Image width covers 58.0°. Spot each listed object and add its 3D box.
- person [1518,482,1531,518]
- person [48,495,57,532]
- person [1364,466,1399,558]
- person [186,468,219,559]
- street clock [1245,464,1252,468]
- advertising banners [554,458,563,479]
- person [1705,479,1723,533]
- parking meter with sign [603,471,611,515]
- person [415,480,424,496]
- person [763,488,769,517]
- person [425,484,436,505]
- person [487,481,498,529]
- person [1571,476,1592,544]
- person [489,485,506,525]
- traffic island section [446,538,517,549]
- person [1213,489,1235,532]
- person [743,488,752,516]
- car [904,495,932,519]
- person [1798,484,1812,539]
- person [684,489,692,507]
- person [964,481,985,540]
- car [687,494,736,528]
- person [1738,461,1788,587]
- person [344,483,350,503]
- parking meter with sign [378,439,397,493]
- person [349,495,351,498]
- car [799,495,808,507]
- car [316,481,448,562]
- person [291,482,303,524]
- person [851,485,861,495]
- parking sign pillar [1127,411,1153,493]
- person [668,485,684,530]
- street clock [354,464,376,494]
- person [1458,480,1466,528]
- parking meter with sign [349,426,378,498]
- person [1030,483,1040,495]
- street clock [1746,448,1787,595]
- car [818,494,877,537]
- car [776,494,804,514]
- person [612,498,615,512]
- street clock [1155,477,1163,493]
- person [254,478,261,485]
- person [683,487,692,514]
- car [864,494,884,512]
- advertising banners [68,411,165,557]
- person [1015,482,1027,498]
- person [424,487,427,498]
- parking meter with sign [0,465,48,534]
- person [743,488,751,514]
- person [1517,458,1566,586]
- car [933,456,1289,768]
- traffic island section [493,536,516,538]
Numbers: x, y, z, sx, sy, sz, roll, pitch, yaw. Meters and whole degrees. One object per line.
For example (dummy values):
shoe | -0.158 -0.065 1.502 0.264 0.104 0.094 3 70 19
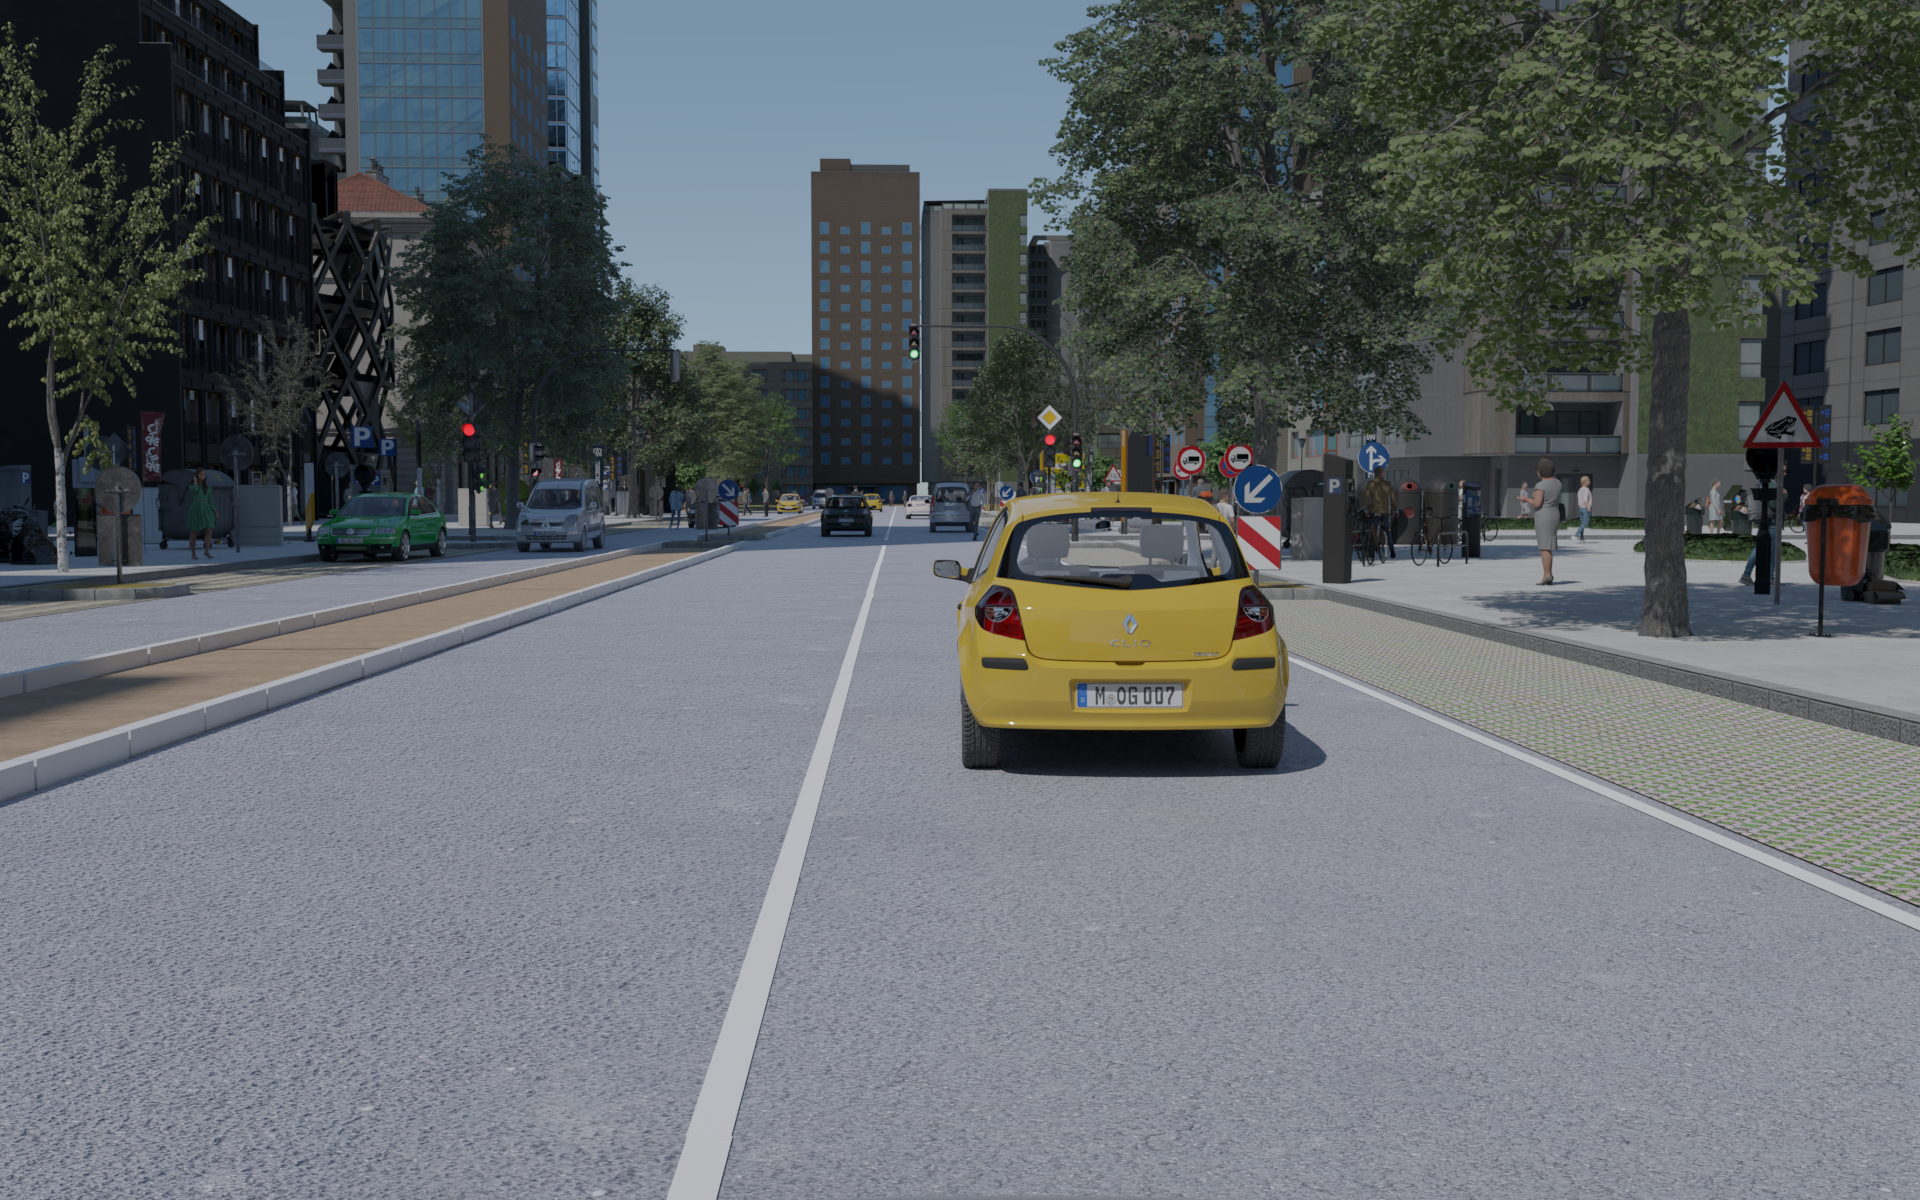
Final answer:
person | 20.774 -3.493 63.903 0.760 1.731 0.466 0 4 -3
person | -30.291 -2.922 58.071 0.306 1.304 0.590 3 4 38
person | 8.469 -1.762 34.768 0.656 1.842 0.836 -2 4 -27
person | -14.938 -1.700 34.083 0.529 1.795 0.600 2 4 30
street clock | 6.974 -2.237 41.150 0.471 2.002 0.358 1 4 18
advertising banners | -19.909 -5.328 83.306 2.074 3.025 0.090 2 4 26
person | 21.000 -2.515 48.167 0.522 1.701 0.512 2 4 27
parking meter with sign | -21.615 -6.691 105.662 0.543 3.016 1.738 0 4 -4
person | -19.895 -3.548 63.919 0.748 1.841 0.638 -2 4 -26
person | -12.280 -6.161 109.417 0.473 1.802 0.592 0 4 7
person | -29.970 -5.623 97.950 0.580 1.828 0.573 -3 5 -42
person | -17.414 -3.558 64.558 0.374 1.781 0.599 0 4 7
person | 16.091 -2.330 44.807 0.598 1.740 0.731 -1 4 -15
person | -19.141 -4.049 72.468 1.509 1.804 0.699 -1 4 -12
traffic island section | -13.012 -1.466 46.248 2.009 0.180 2.903 0 4 -2
person | 4.314 -1.085 28.843 0.503 1.515 0.523 0 4 -2
person | -14.247 -6.552 115.544 0.836 1.842 0.656 -2 4 -29
car | -2.193 -5.359 99.976 2.083 1.381 4.827 0 4 -1
person | 24.983 -2.546 50.966 0.643 1.720 0.563 -2 4 -29
person | -19.002 -7.048 121.761 0.782 1.767 0.515 -2 4 -34
person | 0.447 -2.776 53.994 0.679 1.850 0.850 1 4 16
car | -10.675 -3.968 74.657 2.009 1.686 4.222 0 4 0
person | 11.157 -1.069 23.876 0.721 1.781 0.623 0 4 -5
person | -26.824 -4.274 76.405 0.782 1.767 0.515 0 4 1
parking meter with sign | -18.037 -3.515 53.727 0.543 3.016 1.738 0 4 3
person | -24.046 -3.828 68.835 0.583 1.804 0.606 -3 4 -36
car | -18.113 -11.187 195.494 1.945 1.354 3.894 0 4 -2
car | -12.602 -1.782 37.925 1.959 1.807 4.718 0 4 -1
person | -28.144 -4.102 73.333 0.641 1.798 0.478 0 4 -2
person | -5.656 -5.333 95.057 0.648 1.900 0.474 -1 4 -12
parking sign pillar | 5.967 -4.206 57.247 1.447 3.967 1.447 -1 4 -18
person | -11.477 -3.741 69.935 0.793 1.790 0.793 -2 4 -34
street clock | -14.486 -2.303 42.216 0.471 2.002 0.358 1 4 22
person | 17.018 -3.191 58.760 0.362 1.759 0.519 -3 5 -42
parking meter with sign | -15.669 -2.997 45.260 0.543 3.016 1.738 -1 4 -23
person | 4.038 -5.303 92.109 0.648 1.900 0.474 1 4 22
street clock | 10.285 -1.075 22.144 0.471 2.002 0.358 2 4 26
car | -3.876 -3.040 59.490 2.009 1.686 4.222 0 4 -2
car | -12.159 -6.959 124.000 2.015 1.641 3.980 0 4 -2
person | -25.291 -7.432 126.918 0.648 1.900 0.474 2 4 35
street clock | 8.410 -4.217 73.517 0.358 2.002 0.471 -1 4 -20
person | -22.617 -3.033 55.807 0.661 1.801 0.590 0 4 -6
person | -17.244 -6.300 109.613 0.480 1.755 0.524 1 4 13
car | -7.019 -7.803 137.806 2.015 1.641 3.980 0 4 -2
advertising banners | -17.509 -2.438 36.056 0.090 3.025 2.074 3 4 37
person | 2.070 -3.261 61.617 0.447 1.846 0.655 3 4 38
person | -32.636 -6.093 105.847 0.721 1.800 0.419 -3 5 -42
parking meter with sign | -24.836 -3.011 45.497 1.738 3.016 0.543 1 4 12
person | -15.572 -7.229 126.557 0.638 1.841 0.748 -2 4 -25
person | 8.222 -1.100 24.380 0.716 1.782 0.532 -3 4 -37
car | 0.836 -0.016 10.486 2.015 1.641 3.980 0 4 0
traffic island section | -13.291 -1.954 54.228 2.009 0.180 2.903 0 4 -2
